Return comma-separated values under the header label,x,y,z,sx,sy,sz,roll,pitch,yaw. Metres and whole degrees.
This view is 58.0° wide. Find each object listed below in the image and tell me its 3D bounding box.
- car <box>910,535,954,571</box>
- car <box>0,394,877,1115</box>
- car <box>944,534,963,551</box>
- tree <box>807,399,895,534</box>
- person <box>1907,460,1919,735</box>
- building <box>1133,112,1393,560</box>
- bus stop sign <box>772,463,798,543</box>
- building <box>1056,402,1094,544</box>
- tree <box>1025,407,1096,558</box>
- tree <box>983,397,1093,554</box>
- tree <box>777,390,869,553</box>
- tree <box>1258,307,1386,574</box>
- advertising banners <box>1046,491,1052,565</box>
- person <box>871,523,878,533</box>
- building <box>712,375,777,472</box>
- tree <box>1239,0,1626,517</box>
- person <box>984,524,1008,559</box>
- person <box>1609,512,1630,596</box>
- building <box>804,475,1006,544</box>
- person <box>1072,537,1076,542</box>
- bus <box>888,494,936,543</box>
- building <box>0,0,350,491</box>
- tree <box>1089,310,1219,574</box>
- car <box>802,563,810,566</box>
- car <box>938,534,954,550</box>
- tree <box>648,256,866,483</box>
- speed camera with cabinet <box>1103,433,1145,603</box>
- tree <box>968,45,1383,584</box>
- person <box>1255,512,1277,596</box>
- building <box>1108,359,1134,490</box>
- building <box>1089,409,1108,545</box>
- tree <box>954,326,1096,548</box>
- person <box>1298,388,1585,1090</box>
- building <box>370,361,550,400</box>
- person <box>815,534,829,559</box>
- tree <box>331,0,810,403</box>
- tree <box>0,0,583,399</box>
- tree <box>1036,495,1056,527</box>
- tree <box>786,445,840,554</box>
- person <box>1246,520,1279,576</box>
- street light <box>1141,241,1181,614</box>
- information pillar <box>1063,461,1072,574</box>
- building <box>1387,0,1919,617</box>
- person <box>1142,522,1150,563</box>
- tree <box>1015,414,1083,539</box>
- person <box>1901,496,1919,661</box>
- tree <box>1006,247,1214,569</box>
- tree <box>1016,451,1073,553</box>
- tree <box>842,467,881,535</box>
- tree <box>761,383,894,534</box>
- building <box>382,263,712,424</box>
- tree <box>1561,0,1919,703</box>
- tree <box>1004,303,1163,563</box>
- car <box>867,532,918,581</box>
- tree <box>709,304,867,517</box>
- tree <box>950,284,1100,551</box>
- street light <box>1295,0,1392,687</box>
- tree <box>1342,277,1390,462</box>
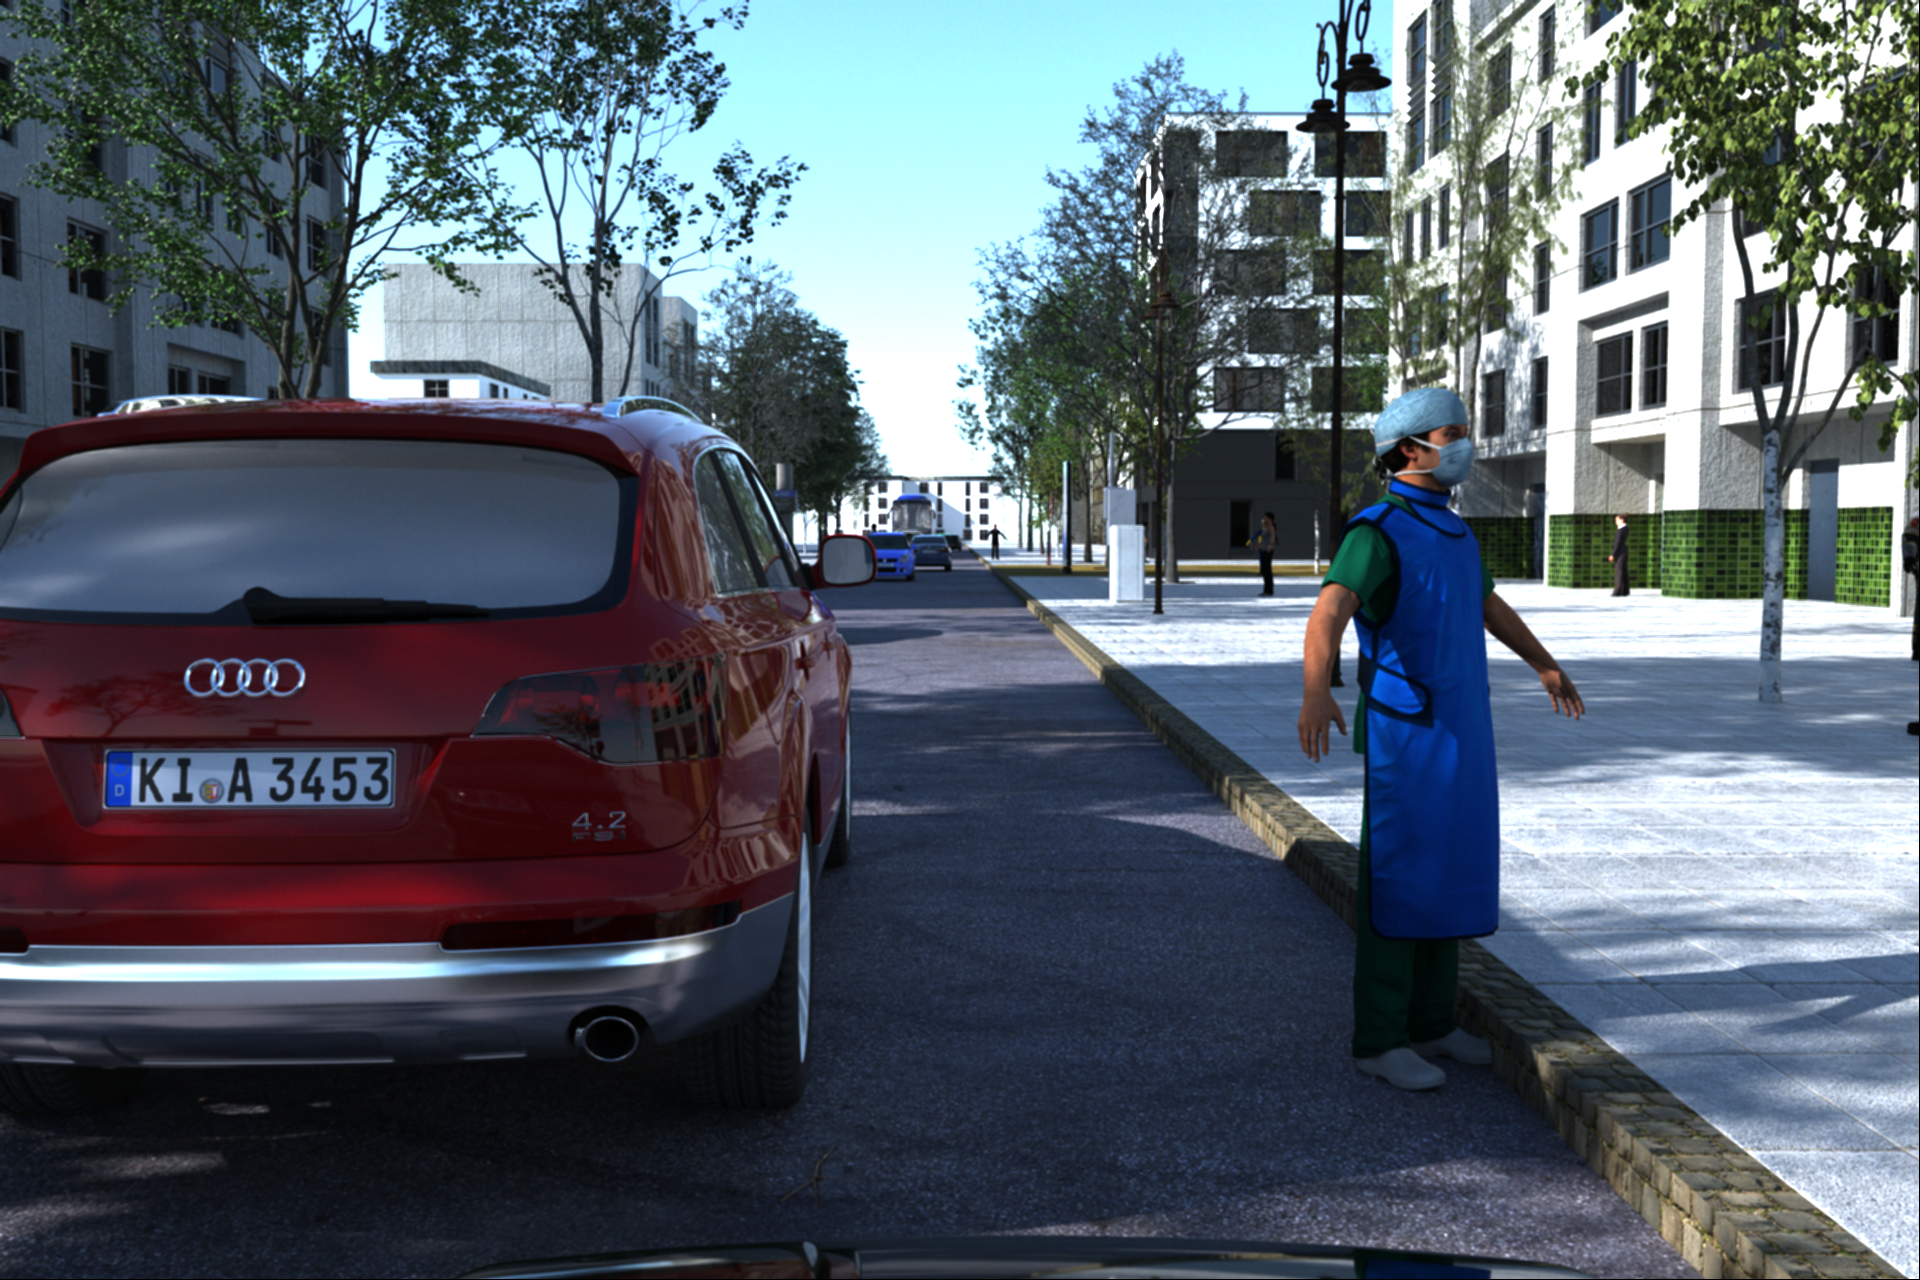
label,x,y,z,sx,sy,sz,roll,pitch,yaw
car,-1.213,-3.407,67.706,2.014,1.417,4.499,0,4,-1
car,-1.431,0.173,5.839,2.281,1.827,5.304,0,4,-2
car,-0.720,-8.302,145.519,2.009,1.686,4.222,0,4,0
tree,-10.431,-14.409,145.961,12.009,13.543,11.850,0,3,0
person,6.280,-0.322,11.101,0.704,1.849,1.345,2,4,29
building,23.744,-15.703,100.714,27.936,21.610,32.646,0,4,-1
bus stop sign,-6.539,-4.633,64.766,0.837,3.901,0.837,0,4,1
building,22.296,-23.994,223.224,19.493,23.208,18.063,0,4,-1
tree,5.361,-8.824,94.640,4.737,8.622,4.395,0,3,0
tree,4.907,-10.725,109.766,7.601,10.594,8.767,0,4,6
tree,-9.809,-11.915,120.563,9.928,11.665,9.643,0,3,0
tree,11.582,-6.455,55.901,4.360,8.622,3.978,0,3,0
advertising banners,3.691,-4.610,71.556,0.090,3.025,2.074,0,4,-1
person,-2.947,-3.080,59.086,0.705,1.796,1.348,3,5,43
building,-26.131,-21.428,206.765,16.016,20.090,11.380,0,4,-1
tree,6.042,-4.284,20.410,4.360,8.622,3.978,0,3,0
person,1.807,-5.008,88.100,1.346,1.802,0.704,-1,4,-22
person,13.619,-1.772,35.811,0.445,1.727,0.742,1,4,12
building,-7.742,-18.506,247.169,28.070,9.664,9.099,0,4,6
person,5.375,-4.900,86.301,0.705,1.806,1.347,-1,4,-21
bus,-2.936,-7.283,110.619,2.896,3.916,12.251,0,3,0
building,-28.835,-10.784,42.779,16.747,18.905,31.486,0,4,-1
tree,6.410,-6.432,55.531,4.737,8.622,4.395,0,3,0
car,-3.028,-0.864,23.911,2.009,1.686,4.222,0,3,0
car,-1.415,-9.065,157.001,1.959,1.807,4.718,0,4,-1
tree,-9.306,-10.164,76.552,12.009,13.543,11.850,0,3,0
speed camera with cabinet,3.169,-2.383,33.305,0.660,3.252,2.038,0,4,-1
tree,5.417,-8.221,44.778,12.009,13.543,11.850,0,3,0
person,6.286,-1.774,35.822,0.721,1.737,1.217,0,4,-2
building,24.695,-18.939,176.113,16.747,18.905,31.486,0,3,0
building,25.540,-22.869,204.831,19.493,23.208,18.063,0,4,0
tree,5.899,-18.350,155.907,12.611,20.169,13.585,0,3,0
person,1.249,0.244,4.600,1.347,1.817,0.704,-3,5,-45
building,-27.673,-9.528,97.934,9.099,9.664,28.070,0,3,0
person,-3.635,-2.121,46.404,0.599,1.433,0.991,-2,4,-28
tree,-10.475,-11.641,46.212,12.611,20.169,13.585,0,3,0
tree,-9.323,-6.028,24.314,9.928,11.665,9.643,0,3,0
tree,15.752,-20.767,246.194,9.857,13.997,8.962,0,3,0
tree,-9.803,-9.837,111.202,4.737,8.622,4.395,0,3,0
person,9.325,-2.864,53.285,1.216,1.772,0.721,-2,4,-27
street light,3.191,-3.357,27.675,0.468,5.910,1.993,0,3,0
information pillar,3.486,-3.973,56.269,0.184,3.620,1.656,0,4,-1
building,22.785,-10.734,41.955,16.747,18.905,31.486,0,4,0
person,8.245,-4.313,76.664,0.704,1.843,1.345,1,4,11
tree,5.820,-9.221,101.132,4.360,8.622,3.978,0,3,0
person,9.854,-0.718,17.508,1.351,1.858,0.704,-2,4,-34
tree,5.497,-8.399,63.074,9.928,11.665,9.643,0,3,0
tree,5.996,-10.202,117.170,4.737,8.622,4.395,0,3,0
tree,-9.733,-12.702,158.043,4.360,8.622,3.978,0,3,0
tree,-10.281,-13.582,132.440,12.009,13.543,11.850,0,3,0
building,-29.113,-16.051,128.889,16.747,18.905,31.486,0,4,0
tree,6.189,-3.813,12.706,4.737,8.622,4.395,0,3,0
tree,5.538,-9.229,76.646,9.928,11.665,9.643,0,3,0
car,-2.261,-2.704,53.794,1.945,1.707,3.694,0,4,0
tree,-9.726,-11.658,97.256,9.857,13.997,8.962,0,3,0
tree,5.105,-16.776,130.170,12.611,20.169,13.585,0,3,0
street light,3.148,-2.546,14.422,0.468,5.910,1.993,0,4,0
tree,17.580,-8.386,62.862,9.928,11.665,9.643,0,3,0
